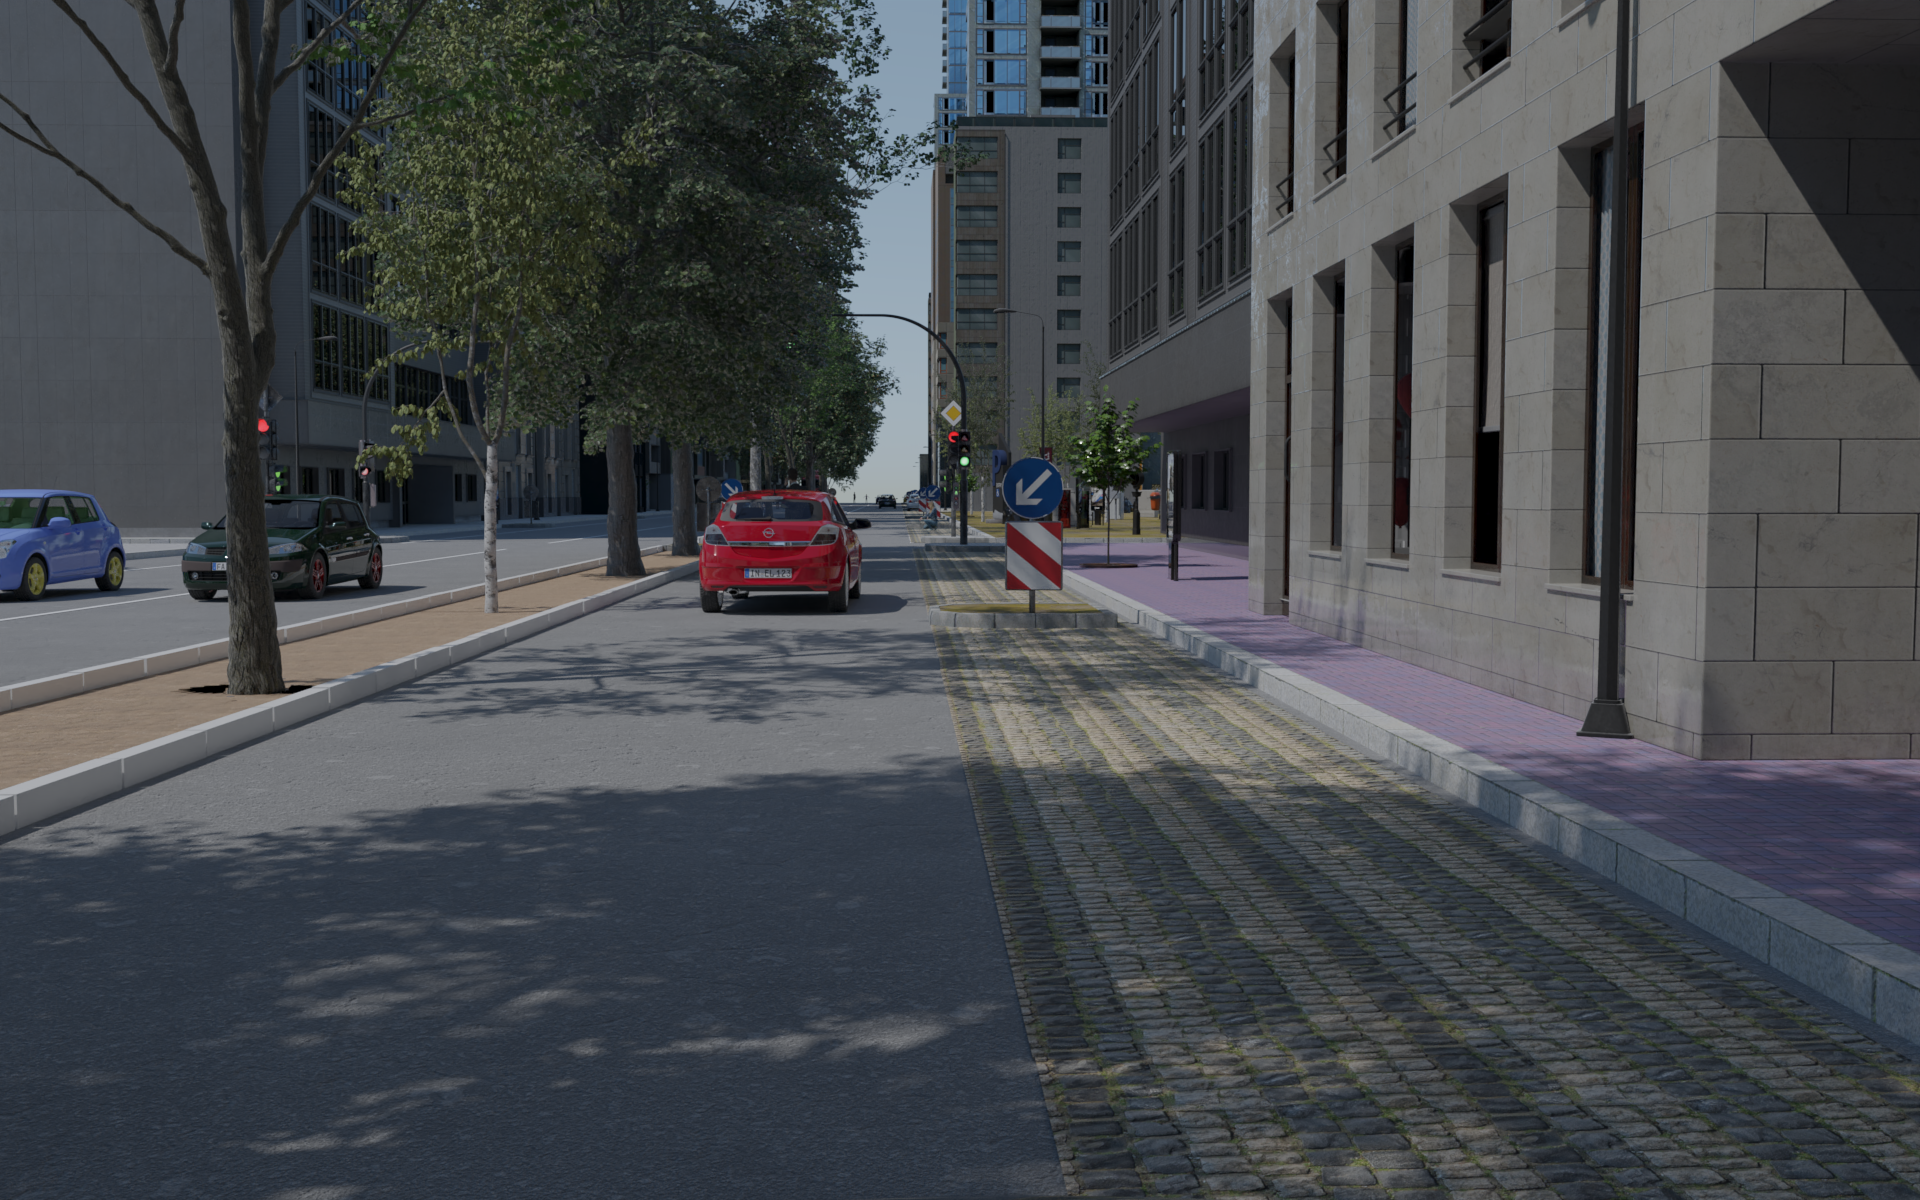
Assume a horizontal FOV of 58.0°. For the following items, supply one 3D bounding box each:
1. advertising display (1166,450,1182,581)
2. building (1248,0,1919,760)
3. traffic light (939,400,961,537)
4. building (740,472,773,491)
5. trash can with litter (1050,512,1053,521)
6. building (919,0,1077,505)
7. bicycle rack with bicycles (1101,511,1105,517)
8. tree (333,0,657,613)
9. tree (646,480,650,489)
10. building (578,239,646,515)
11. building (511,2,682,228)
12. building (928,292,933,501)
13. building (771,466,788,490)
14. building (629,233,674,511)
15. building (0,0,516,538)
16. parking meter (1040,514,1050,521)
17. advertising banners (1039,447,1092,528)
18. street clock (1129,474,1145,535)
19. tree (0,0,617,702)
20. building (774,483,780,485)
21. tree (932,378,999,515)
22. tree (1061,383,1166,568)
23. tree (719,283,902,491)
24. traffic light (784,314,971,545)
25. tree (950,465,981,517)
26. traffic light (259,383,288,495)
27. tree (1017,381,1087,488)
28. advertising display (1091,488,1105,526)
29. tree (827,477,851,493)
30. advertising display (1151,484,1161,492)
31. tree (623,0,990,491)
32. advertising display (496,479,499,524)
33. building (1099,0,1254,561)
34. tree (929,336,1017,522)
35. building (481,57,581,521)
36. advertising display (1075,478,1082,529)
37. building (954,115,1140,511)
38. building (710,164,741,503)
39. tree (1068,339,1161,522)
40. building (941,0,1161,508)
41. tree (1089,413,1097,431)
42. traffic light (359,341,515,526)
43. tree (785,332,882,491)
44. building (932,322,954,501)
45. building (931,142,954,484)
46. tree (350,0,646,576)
[{"bbox_3d":[3.193,-1.264,25.888,0.123,1.923,0.974,0,4,1],"label":"advertising display"},{"bbox_3d":[8.662,-9.512,10.275,10.420,20.320,16.860,0,4,-2],"label":"building"},{"bbox_3d":[-0.212,-3.850,51.870,0.839,4.253,0.868,0,4,-2],"label":"traffic light"},{"bbox_3d":[-36.874,-34.827,224.045,22.147,44.769,28.867,0,4,-2],"label":"building"},{"bbox_3d":[3.587,-3.409,67.120,1.055,1.170,0.624,0,4,-3],"label":"trash can with litter"},{"bbox_3d":[4.931,-58.521,269.485,22.319,86.520,31.000,0,4,-2],"label":"building"},{"bbox_3d":[7.032,-4.986,94.900,2.852,0.926,2.925,-2,4,-35],"label":"bicycle rack with bicycles"},{"bbox_3d":[-5.664,-4.154,20.738,4.737,8.622,4.395,0,3,0],"label":"tree"},{"bbox_3d":[-23.298,-7.947,124.537,1.663,3.219,1.824,0,3,0],"label":"tree"},{"bbox_3d":[-28.171,-17.409,114.320,12.332,23.373,15.834,0,4,-2],"label":"building"},{"bbox_3d":[-31.275,-30.366,146.591,14.600,45.320,14.200,0,4,-2],"label":"building"},{"bbox_3d":[2.380,-29.121,247.823,14.160,30.474,14.107,0,4,-2],"label":"building"},{"bbox_3d":[-34.881,-30.806,275.379,14.160,30.474,14.107,0,4,-2],"label":"building"},{"bbox_3d":[-29.662,-22.096,132.965,14.160,30.474,14.107,0,4,-2],"label":"building"},{"bbox_3d":[-27.157,-15.045,65.044,14.314,24.678,30.058,0,4,-2],"label":"building"},{"bbox_3d":[2.747,-3.072,55.938,0.255,1.863,0.399,0,4,-5],"label":"parking meter"},{"bbox_3d":[3.941,-4.198,64.829,2.074,3.025,0.090,-1,4,-14],"label":"advertising banners"},{"bbox_3d":[5.550,-3.049,54.428,0.358,2.002,0.471,-3,5,-39],"label":"street clock"},{"bbox_3d":[-5.177,-5.138,12.226,9.928,11.665,9.643,0,3,0],"label":"tree"},{"bbox_3d":[-38.031,-36.611,253.212,22.147,44.769,28.867,0,4,-2],"label":"building"},{"bbox_3d":[0.496,-9.620,107.651,4.737,8.622,4.395,0,3,0],"label":"tree"},{"bbox_3d":[2.565,-2.194,30.476,1.663,3.219,1.824,0,3,0],"label":"tree"},{"bbox_3d":[-7.803,-10.404,89.563,9.611,12.733,9.660,0,3,0],"label":"tree"},{"bbox_3d":[-2.017,-4.221,43.675,4.771,5.953,1.251,0,4,-2],"label":"traffic light"},{"bbox_3d":[0.116,-6.417,99.525,1.663,3.219,1.824,0,3,0],"label":"tree"},{"bbox_3d":[-17.279,-3.324,43.262,0.839,4.253,0.868,0,4,-2],"label":"traffic light"},{"bbox_3d":[5.484,-10.012,114.052,4.737,8.622,4.395,0,3,0],"label":"tree"},{"bbox_3d":[5.656,-4.025,71.021,0.123,1.923,0.974,-2,4,-26],"label":"advertising display"},{"bbox_3d":[-9.507,-10.539,125.128,4.360,8.622,3.978,0,3,0],"label":"tree"},{"bbox_3d":[12.623,-6.476,111.092,0.123,1.923,0.974,-2,4,-32],"label":"advertising display"},{"bbox_3d":[-5.721,-12.197,57.767,12.611,20.169,13.585,0,3,0],"label":"tree"},{"bbox_3d":[-19.798,-4.190,73.716,0.123,1.923,0.974,0,4,-1],"label":"advertising display"},{"bbox_3d":[10.924,-14.525,30.991,14.314,27.812,24.014,0,4,-2],"label":"building"},{"bbox_3d":[0.859,-7.915,79.773,4.360,8.622,3.978,0,3,0],"label":"tree"},{"bbox_3d":[-28.477,-18.107,93.305,12.463,27.353,25.104,0,4,-2],"label":"building"},{"bbox_3d":[4.393,-3.594,63.982,0.123,1.923,0.974,1,4,12],"label":"advertising display"},{"bbox_3d":[6.466,-22.281,136.000,14.160,30.474,14.107,0,4,-2],"label":"building"},{"bbox_3d":[-31.854,-30.957,189.736,14.154,41.232,14.086,0,4,-2],"label":"building"},{"bbox_3d":[6.758,-7.833,78.436,4.360,8.622,3.978,0,3,0],"label":"tree"},{"bbox_3d":[9.476,-51.636,156.921,22.319,86.520,31.000,0,4,-2],"label":"building"},{"bbox_3d":[7.670,-10.395,120.328,4.737,8.622,4.395,0,3,0],"label":"tree"},{"bbox_3d":[-15.474,-4.690,51.351,4.771,5.953,1.251,0,4,-2],"label":"traffic light"},{"bbox_3d":[-8.294,-10.863,98.188,7.486,12.596,7.792,0,3,0],"label":"tree"},{"bbox_3d":[11.057,-21.062,189.403,27.650,21.520,28.899,0,4,-2],"label":"building"},{"bbox_3d":[3.964,-34.794,218.987,14.600,45.320,14.200,0,4,-2],"label":"building"},{"bbox_3d":[-5.847,-7.382,29.808,9.857,13.997,8.962,0,3,0],"label":"tree"}]
